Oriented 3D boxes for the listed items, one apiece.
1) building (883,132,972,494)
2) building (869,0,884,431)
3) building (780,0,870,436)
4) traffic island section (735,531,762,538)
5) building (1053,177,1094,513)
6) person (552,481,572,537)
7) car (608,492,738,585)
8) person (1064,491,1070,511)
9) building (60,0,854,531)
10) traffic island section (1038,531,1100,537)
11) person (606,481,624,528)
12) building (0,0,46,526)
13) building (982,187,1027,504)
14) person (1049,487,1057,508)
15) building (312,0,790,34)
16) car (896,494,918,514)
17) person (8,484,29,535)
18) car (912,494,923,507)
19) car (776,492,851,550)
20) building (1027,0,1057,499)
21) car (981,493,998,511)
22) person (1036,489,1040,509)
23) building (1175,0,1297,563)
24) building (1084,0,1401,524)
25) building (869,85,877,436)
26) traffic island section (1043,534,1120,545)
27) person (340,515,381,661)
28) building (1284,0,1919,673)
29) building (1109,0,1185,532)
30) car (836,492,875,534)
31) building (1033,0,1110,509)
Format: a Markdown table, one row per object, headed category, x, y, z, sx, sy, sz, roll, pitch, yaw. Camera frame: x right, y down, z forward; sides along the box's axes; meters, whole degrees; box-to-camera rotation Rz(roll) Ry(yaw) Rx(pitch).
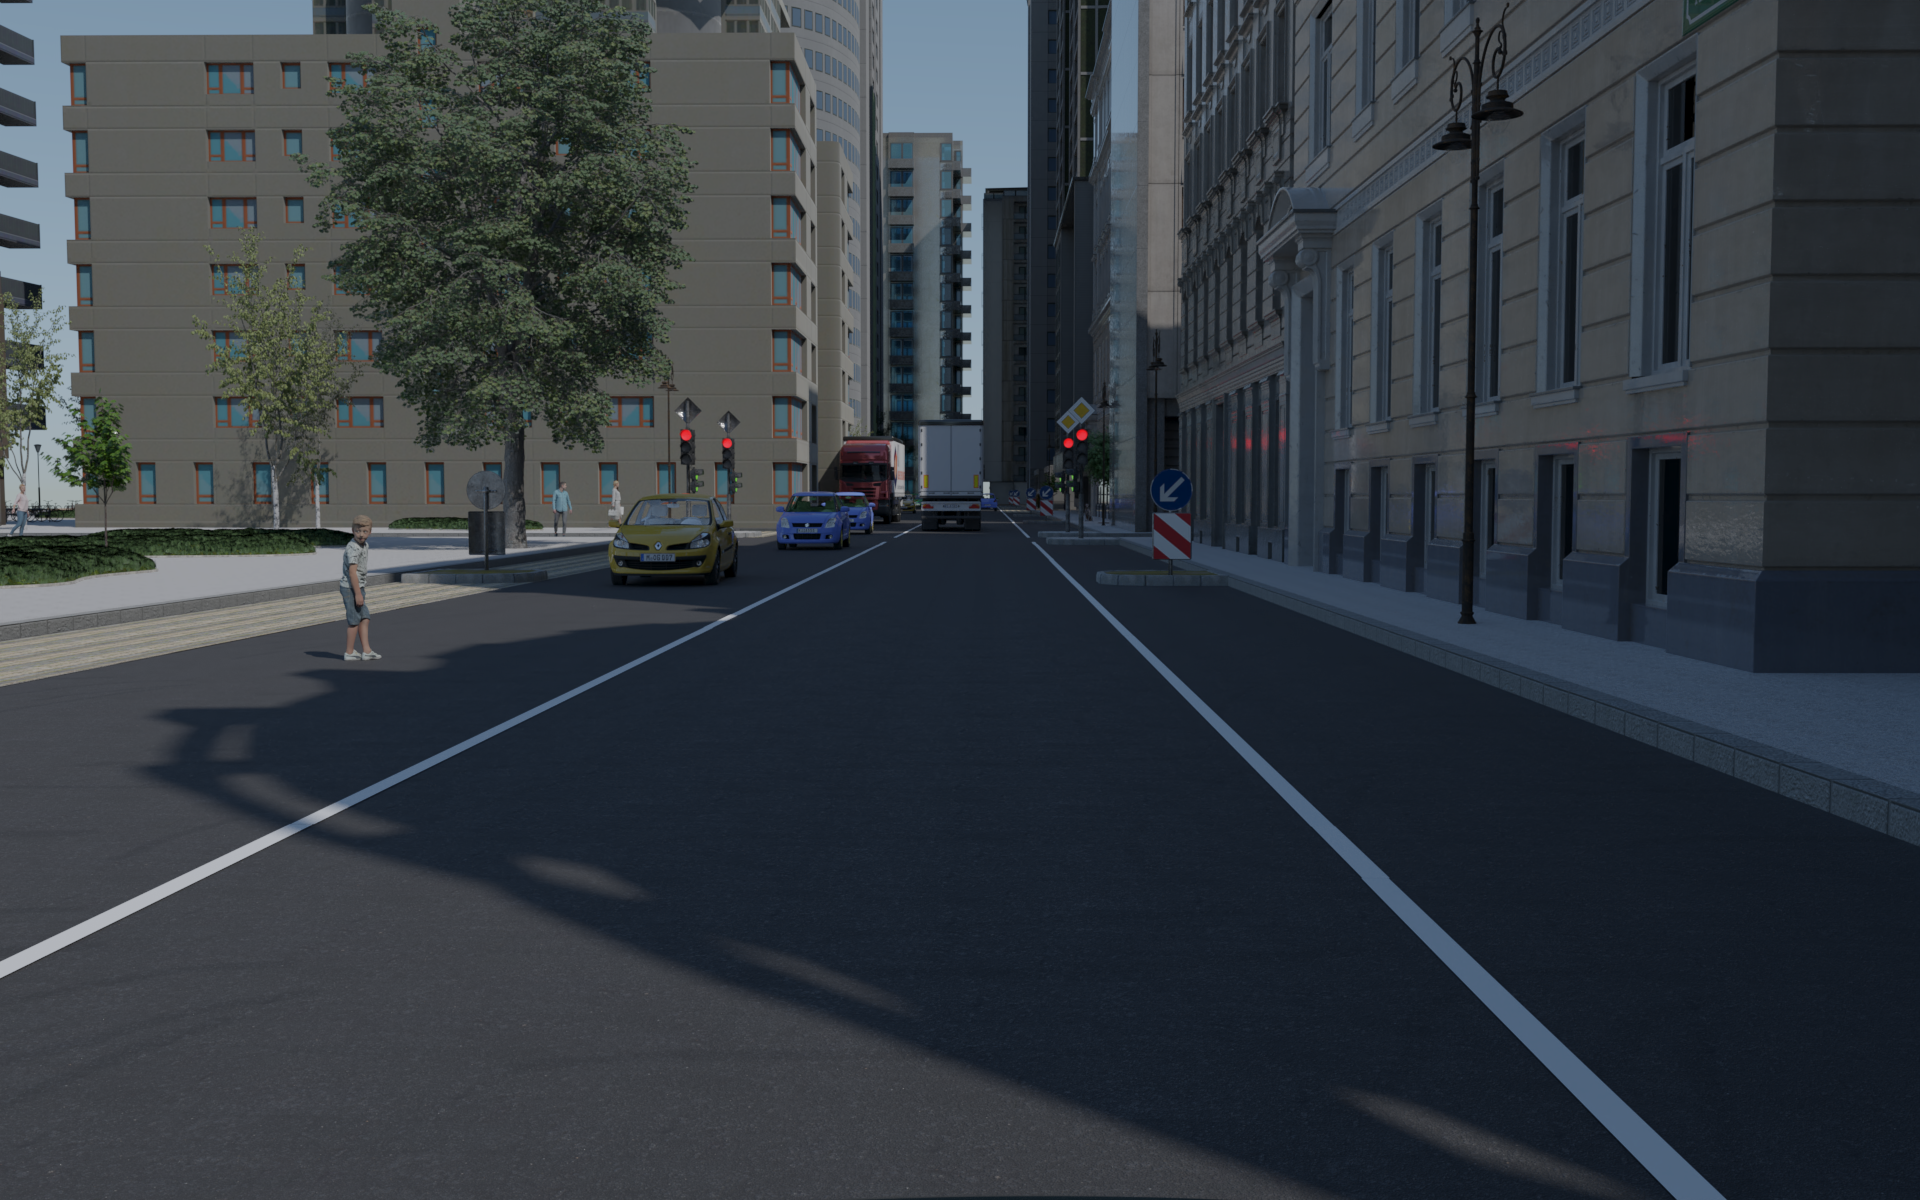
| category | x | y | z | sx | sy | sz | roll | pitch | yaw |
| --- | --- | --- | --- | --- | --- | --- | --- | --- | --- |
| building | -13.694 | -37.192 | 227.691 | 30.456 | 49.044 | 23.786 | 0 | 4 | 1 |
| building | -19.548 | -46.456 | 197.807 | 20.611 | 71.187 | 20.563 | 0 | 4 | 1 |
| building | -19.082 | -36.985 | 146.701 | 21.231 | 58.520 | 28.212 | 0 | 4 | 1 |
| traffic island section | -7.797 | -2.207 | 58.367 | 2.009 | 0.180 | 2.903 | 0 | 4 | 1 |
| building | 14.053 | -18.267 | 117.734 | 14.314 | 24.678 | 30.058 | 0 | 4 | 1 |
| person | -12.754 | -2.879 | 55.440 | 0.638 | 1.841 | 0.748 | -1 | 4 | -22 |
| car | -4.679 | -1.120 | 28.543 | 2.015 | 1.641 | 3.980 | 0 | 4 | -1 |
| person | 8.373 | -7.833 | 134.648 | 0.750 | 1.759 | 0.617 | 2 | 4 | 26 |
| building | -19.811 | -14.360 | 79.823 | 27.650 | 21.520 | 28.899 | 0 | 4 | 1 |
| traffic island section | 3.643 | -2.197 | 58.201 | 2.009 | 0.180 | 2.903 | 0 | 4 | 1 |
| person | -12.884 | -3.569 | 64.746 | 0.624 | 1.780 | 0.694 | 1 | 4 | 11 |
| building | -45.278 | -25.328 | 64.223 | 14.200 | 45.320 | 14.600 | 0 | 4 | 1 |
| building | 9.835 | -33.047 | 223.911 | 14.086 | 41.232 | 14.154 | 0 | 4 | 1 |
| person | 6.138 | -6.603 | 114.571 | 0.524 | 1.755 | 0.480 | -1 | 4 | -15 |
| building | -24.810 | -25.881 | 115.035 | 32.217 | 40.220 | 23.993 | 0 | 4 | 1 |
| car | -4.117 | -7.213 | 128.155 | 2.015 | 1.641 | 3.980 | 0 | 4 | 0 |
| person | -28.985 | -2.694 | 53.213 | 0.598 | 1.740 | 0.731 | -1 | 4 | -13 |
| car | -3.942 | -9.409 | 162.640 | 1.959 | 1.807 | 4.718 | 0 | 4 | 1 |
| car | -3.849 | -2.213 | 45.771 | 1.945 | 1.707 | 3.694 | 0 | 4 | 1 |
| building | 18.043 | -39.888 | 194.161 | 21.231 | 58.520 | 28.212 | 0 | 4 | 1 |
| car | 2.288 | -8.367 | 146.396 | 1.945 | 1.707 | 3.694 | 0 | 3 | 0 |
| person | 6.831 | -8.933 | 152.833 | 0.721 | 1.736 | 1.217 | 0 | 4 | 6 |
| building | 10.841 | -11.713 | 40.653 | 9.793 | 20.994 | 18.267 | 0 | 4 | 1 |
| building | 13.831 | -18.705 | 91.726 | 13.634 | 28.700 | 20.117 | 0 | 4 | 1 |
| building | -15.575 | -29.656 | 168.474 | 14.154 | 41.232 | 14.086 | 0 | 4 | 1 |
| traffic island section | 3.530 | -1.709 | 50.217 | 2.009 | 0.180 | 2.903 | 0 | 4 | 1 |
| person | -5.177 | -0.107 | 14.932 | 0.352 | 1.250 | 0.332 | 2 | 4 | 32 |
| building | 12.036 | -14.388 | 21.149 | 13.634 | 28.700 | 20.117 | 0 | 4 | 1 |
| building | 15.868 | -14.982 | 62.970 | 19.932 | 24.808 | 12.078 | 0 | 4 | 1 |
| car | -4.022 | -3.245 | 62.653 | 1.945 | 1.707 | 3.694 | 0 | 4 | -1 |
| building | 17.841 | -44.719 | 169.409 | 20.563 | 71.187 | 20.611 | 0 | 4 | 1 |
